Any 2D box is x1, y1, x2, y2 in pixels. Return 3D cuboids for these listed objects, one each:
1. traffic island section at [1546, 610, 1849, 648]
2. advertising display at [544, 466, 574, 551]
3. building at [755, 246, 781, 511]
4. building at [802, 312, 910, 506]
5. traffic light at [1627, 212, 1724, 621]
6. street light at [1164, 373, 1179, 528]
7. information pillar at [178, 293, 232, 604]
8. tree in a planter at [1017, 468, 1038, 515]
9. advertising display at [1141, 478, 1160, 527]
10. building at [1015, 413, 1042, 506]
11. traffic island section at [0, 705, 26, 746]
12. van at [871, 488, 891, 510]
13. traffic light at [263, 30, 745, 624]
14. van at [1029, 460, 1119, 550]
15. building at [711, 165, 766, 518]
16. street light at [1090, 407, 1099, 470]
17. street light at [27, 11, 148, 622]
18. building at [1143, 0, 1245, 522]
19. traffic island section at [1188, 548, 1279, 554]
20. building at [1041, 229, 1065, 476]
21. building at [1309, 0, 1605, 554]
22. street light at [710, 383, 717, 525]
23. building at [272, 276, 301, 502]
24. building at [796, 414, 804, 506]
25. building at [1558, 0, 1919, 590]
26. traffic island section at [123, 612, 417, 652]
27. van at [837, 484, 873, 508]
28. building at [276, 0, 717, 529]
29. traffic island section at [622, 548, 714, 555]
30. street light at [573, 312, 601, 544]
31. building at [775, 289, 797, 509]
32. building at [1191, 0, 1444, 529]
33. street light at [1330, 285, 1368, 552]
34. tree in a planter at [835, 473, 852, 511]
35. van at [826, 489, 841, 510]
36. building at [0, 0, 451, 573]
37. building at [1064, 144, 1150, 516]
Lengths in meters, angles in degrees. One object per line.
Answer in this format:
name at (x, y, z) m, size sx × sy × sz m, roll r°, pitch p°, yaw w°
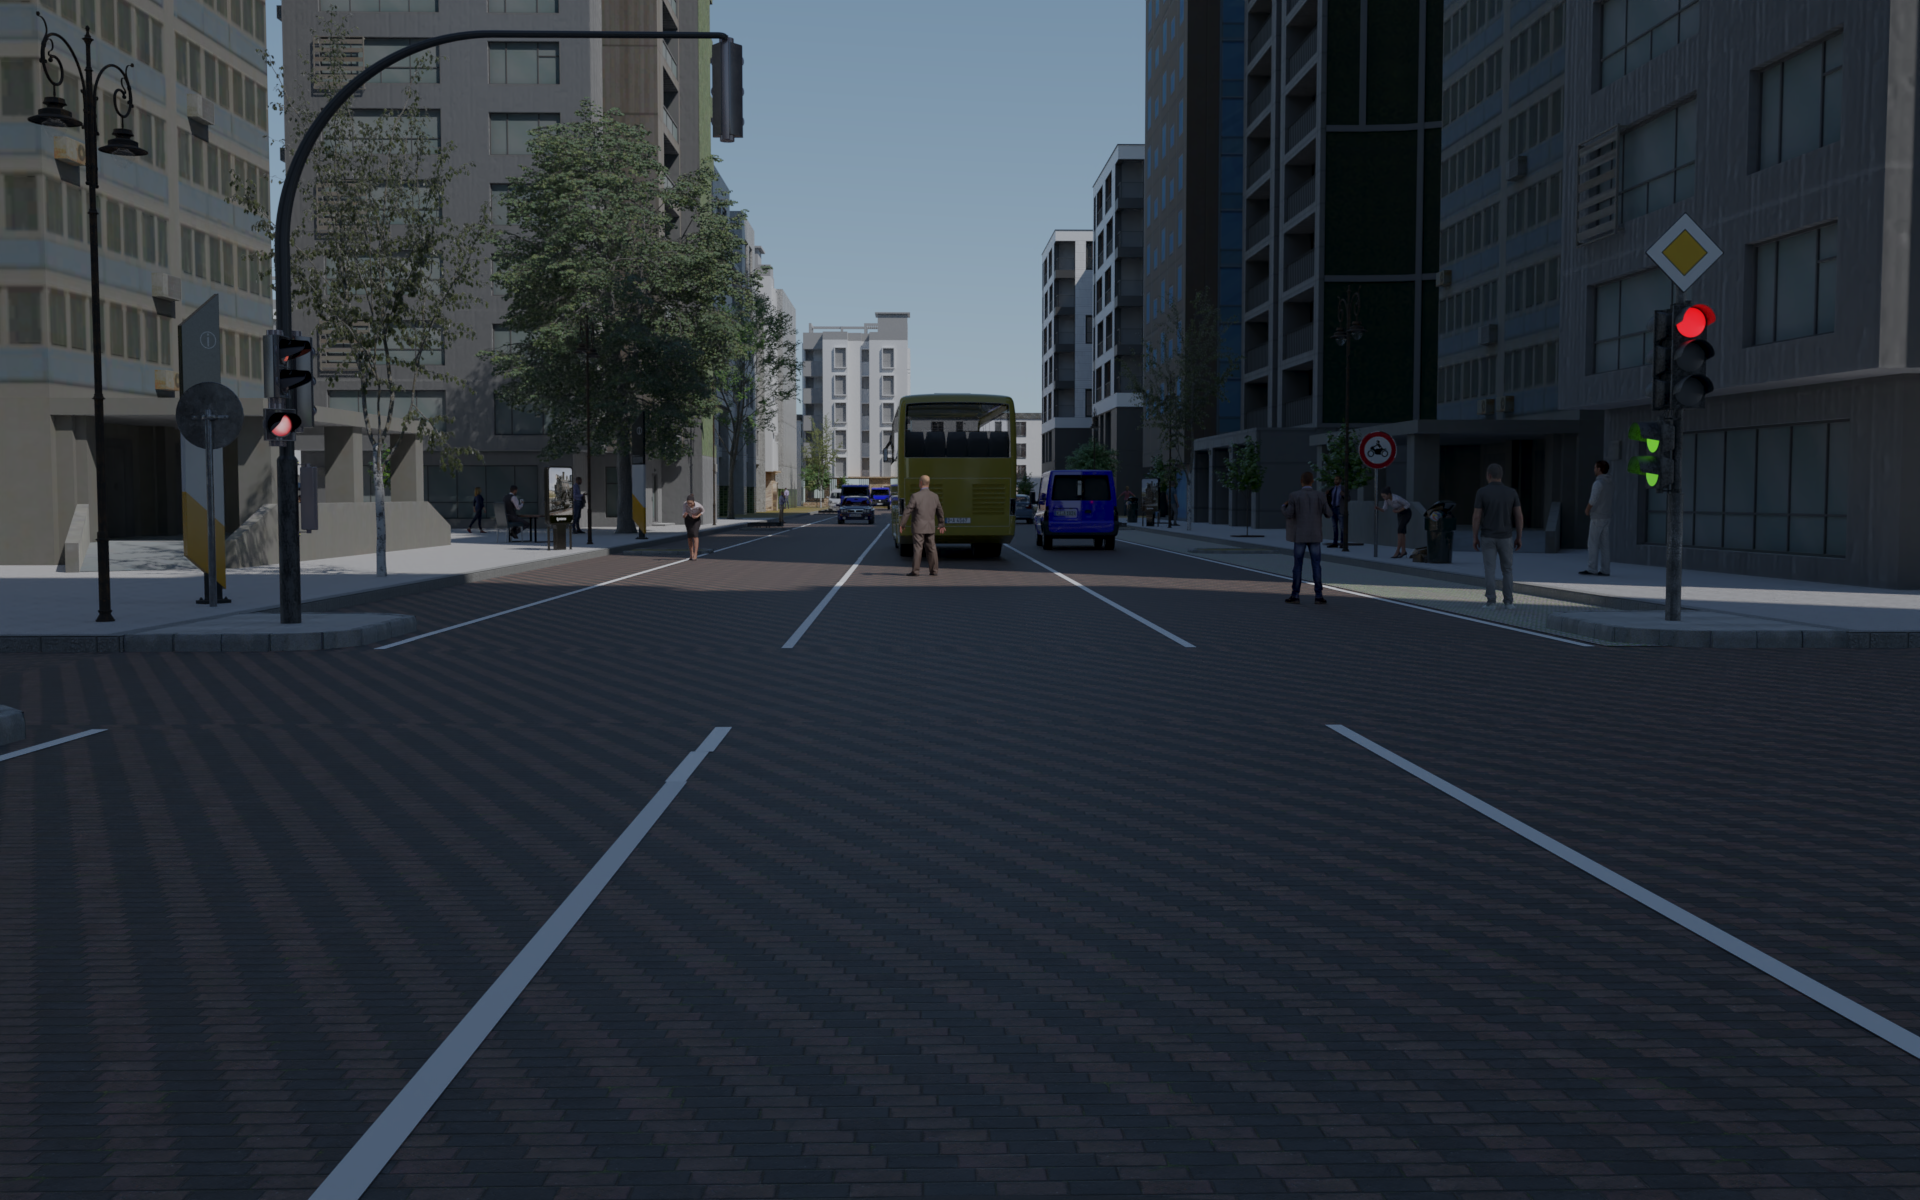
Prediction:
traffic island section at (7.253, 0.288, 17.571) m, size 2.009 × 0.180 × 2.903 m, roll 0°, pitch 4°, yaw -2°
advertising display at (-9.163, -2.103, 39.596) m, size 0.123 × 1.923 × 0.974 m, roll 1°, pitch 4°, yaw 22°
building at (-21.634, -16.720, 129.789) m, size 16.016 × 20.091 × 11.380 m, roll 0°, pitch 4°, yaw -2°
building at (-11.034, -20.185, 186.445) m, size 11.380 × 20.091 × 16.016 m, roll 0°, pitch 4°, yaw -2°
traffic light at (7.213, -1.745, 17.456) m, size 0.839 × 4.253 × 0.868 m, roll 0°, pitch 4°, yaw -2°
street light at (7.924, -5.657, 65.275) m, size 0.468 × 5.910 × 1.993 m, roll 0°, pitch 4°, yaw -2°
information pillar at (-8.801, -1.760, 20.138) m, size 0.183 × 3.616 × 0.504 m, roll 2°, pitch 4°, yaw 35°
tree in a planter at (4.515, -7.486, 119.621) m, size 1.991 × 3.239 × 1.994 m, roll 0°, pitch 4°, yaw -2°
advertising display at (7.539, -3.873, 68.531) m, size 0.123 × 1.923 × 0.974 m, roll -3°, pitch 4°, yaw -38°
building at (8.809, -14.746, 183.245) m, size 28.070 × 9.664 × 9.099 m, roll 0°, pitch 4°, yaw -2°
traffic island section at (-6.450, 0.799, 9.223) m, size 2.009 × 0.180 × 2.903 m, roll 0°, pitch 4°, yaw -2°
van at (-7.442, -9.629, 161.825) m, size 2.240 × 2.365 × 5.245 m, roll 0°, pitch 4°, yaw -2°
traffic light at (-4.535, -2.599, 17.162) m, size 4.771 × 5.953 × 1.251 m, roll 0°, pitch 4°, yaw -2°
van at (3.050, -2.562, 46.280) m, size 2.240 × 2.365 × 5.245 m, roll 0°, pitch 4°, yaw 0°
building at (-21.944, -14.785, 108.194) m, size 16.747 × 18.905 × 31.486 m, roll 0°, pitch 4°, yaw -2°
street light at (7.152, -7.303, 92.190) m, size 0.468 × 5.910 × 1.993 m, roll 0°, pitch 4°, yaw -2°
street light at (-8.607, -2.720, 17.262) m, size 0.468 × 5.910 × 1.993 m, roll 0°, pitch 4°, yaw -2°
building at (16.861, -26.569, 84.519) m, size 14.600 × 45.320 × 14.200 m, roll 0°, pitch 4°, yaw -2°
traffic island section at (6.597, -1.184, 42.227) m, size 1.991 × 0.108 × 1.994 m, roll 0°, pitch 4°, yaw -2°
building at (20.827, -18.752, 150.571) m, size 27.936 × 21.610 × 32.646 m, roll 0°, pitch 4°, yaw -2°
building at (26.554, -21.595, 44.962) m, size 32.217 × 40.220 × 23.993 m, roll 0°, pitch 4°, yaw -2°
street light at (-10.073, -5.997, 70.844) m, size 0.468 × 5.910 × 1.993 m, roll 0°, pitch 4°, yaw -2°
building at (-64.029, -18.380, 156.930) m, size 11.380 × 20.091 × 16.016 m, roll 0°, pitch 4°, yaw -2°
building at (-30.653, -14.701, 182.512) m, size 28.070 × 9.664 × 9.099 m, roll 0°, pitch 4°, yaw -2°
building at (18.404, -20.892, 25.186) m, size 14.086 × 41.232 × 14.154 m, roll 0°, pitch 4°, yaw -2°
traffic island section at (-6.664, 0.310, 17.205) m, size 2.009 × 0.180 × 2.903 m, roll 0°, pitch 4°, yaw -2°
van at (-6.438, -6.267, 106.849) m, size 2.240 × 2.365 × 5.245 m, roll 0°, pitch 4°, yaw -2°
building at (-17.664, -23.567, 68.918) m, size 14.154 × 41.232 × 14.086 m, roll 0°, pitch 4°, yaw -2°
traffic island section at (-7.003, -1.161, 41.855) m, size 1.991 × 0.108 × 1.994 m, roll 0°, pitch 4°, yaw -2°
street light at (-9.450, -4.359, 44.050) m, size 0.468 × 5.910 × 1.993 m, roll 0°, pitch 4°, yaw -2°
building at (-31.218, -17.798, 157.450) m, size 31.486 × 18.905 × 16.747 m, roll 0°, pitch 4°, yaw -2°
building at (20.941, -38.414, 66.327) m, size 20.563 × 71.187 × 20.611 m, roll 0°, pitch 4°, yaw -2°
street light at (8.607, -4.018, 38.483) m, size 0.468 × 5.910 × 1.993 m, roll 0°, pitch 4°, yaw -2°
tree in a planter at (-9.811, -9.139, 146.644) m, size 1.991 × 3.239 × 1.994 m, roll 0°, pitch 4°, yaw -2°
van at (-9.882, -8.216, 141.347) m, size 2.013 × 2.044 × 4.112 m, roll 0°, pitch 4°, yaw -1°
building at (-28.749, -20.991, 35.079) m, size 32.217 × 40.220 × 23.993 m, roll 0°, pitch 4°, yaw -2°
building at (22.674, -16.761, 118.024) m, size 27.936 × 21.610 × 32.646 m, roll 0°, pitch 4°, yaw -2°
